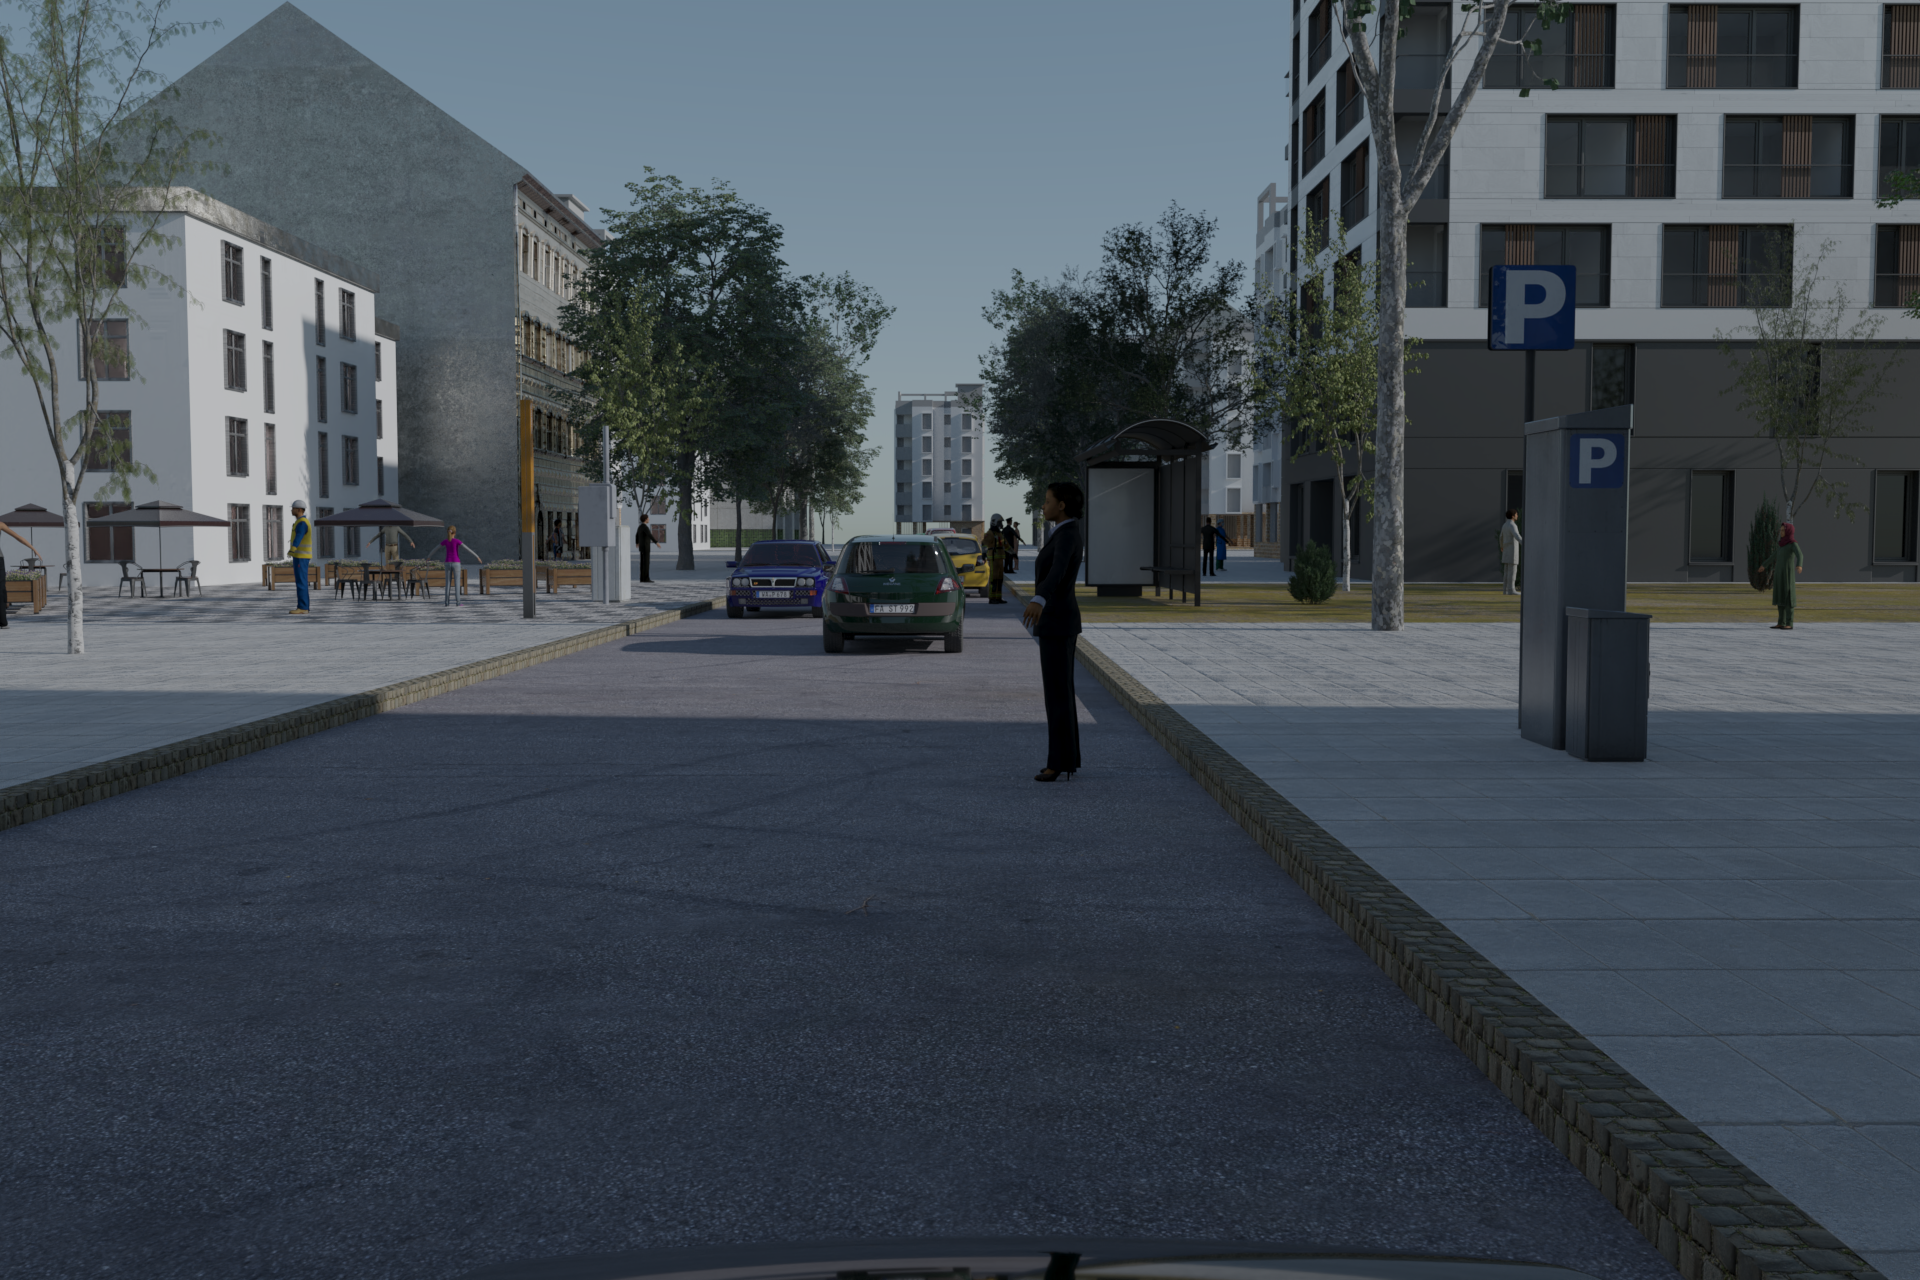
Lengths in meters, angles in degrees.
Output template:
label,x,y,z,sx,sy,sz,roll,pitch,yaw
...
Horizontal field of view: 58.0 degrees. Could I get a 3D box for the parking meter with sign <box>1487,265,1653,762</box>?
label,x,y,z,sx,sy,sz,roll,pitch,yaw
parking meter with sign,3.713,-0.871,10.499,0.543,3.016,1.738,0,3,0

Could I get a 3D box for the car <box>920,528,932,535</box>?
label,x,y,z,sx,sy,sz,roll,pitch,yaw
car,-1.419,-6.249,110.839,2.281,1.827,5.304,0,4,-1

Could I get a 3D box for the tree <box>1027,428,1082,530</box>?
label,x,y,z,sx,sy,sz,roll,pitch,yaw
tree,5.682,-9.380,103.733,4.737,8.622,4.395,0,3,0

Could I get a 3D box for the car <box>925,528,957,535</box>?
label,x,y,z,sx,sy,sz,roll,pitch,yaw
car,-1.037,-5.920,105.465,2.281,1.827,5.304,0,4,0

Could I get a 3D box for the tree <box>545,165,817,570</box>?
label,x,y,z,sx,sy,sz,roll,pitch,yaw
tree,-9.714,-9.474,61.556,9.857,13.997,8.962,0,3,0

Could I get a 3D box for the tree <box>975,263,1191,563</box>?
label,x,y,z,sx,sy,sz,roll,pitch,yaw
tree,5.731,-10.281,78.458,12.009,13.543,11.850,0,3,0

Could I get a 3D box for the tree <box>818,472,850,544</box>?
label,x,y,z,sx,sy,sz,roll,pitch,yaw
tree,-17.228,-17.759,216.110,9.928,11.665,9.643,0,3,0

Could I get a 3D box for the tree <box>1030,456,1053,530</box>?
label,x,y,z,sx,sy,sz,roll,pitch,yaw
tree,5.606,-9.744,109.677,4.360,8.622,3.978,0,3,0

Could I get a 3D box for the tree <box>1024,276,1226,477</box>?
label,x,y,z,sx,sy,sz,roll,pitch,yaw
tree,5.944,-7.800,61.943,7.601,10.594,8.767,-1,4,-10

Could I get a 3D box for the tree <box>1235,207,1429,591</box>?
label,x,y,z,sx,sy,sz,roll,pitch,yaw
tree,8.492,-5.390,38.492,4.737,8.622,4.395,0,3,0

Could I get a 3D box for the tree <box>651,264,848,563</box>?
label,x,y,z,sx,sy,sz,roll,pitch,yaw
tree,-9.840,-10.202,77.175,12.009,13.543,11.850,0,3,0

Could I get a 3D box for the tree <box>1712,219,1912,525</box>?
label,x,y,z,sx,sy,sz,roll,pitch,yaw
tree,19.611,-5.533,40.829,4.360,8.622,3.978,0,3,0

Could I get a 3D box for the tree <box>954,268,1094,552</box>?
label,x,y,z,sx,sy,sz,roll,pitch,yaw
tree,5.829,-16.289,122.222,12.611,20.169,13.585,0,3,0

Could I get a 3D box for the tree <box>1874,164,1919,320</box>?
label,x,y,z,sx,sy,sz,roll,pitch,yaw
tree,19.546,-6.283,28.482,9.928,11.665,9.643,0,3,0

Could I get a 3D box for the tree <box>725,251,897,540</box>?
label,x,y,z,sx,sy,sz,roll,pitch,yaw
tree,-10.967,-15.942,116.539,12.611,20.169,13.585,0,3,0

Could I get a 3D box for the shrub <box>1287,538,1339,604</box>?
label,x,y,z,sx,sy,sz,roll,pitch,yaw
shrub,6.447,-1.256,31.661,1.383,1.207,1.383,0,3,0

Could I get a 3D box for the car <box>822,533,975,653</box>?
label,x,y,z,sx,sy,sz,roll,pitch,yaw
car,-0.808,-0.765,22.292,2.009,1.686,4.222,0,4,0

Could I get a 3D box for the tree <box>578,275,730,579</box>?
label,x,y,z,sx,sy,sz,roll,pitch,yaw
tree,-8.966,-6.048,49.246,4.737,8.622,4.395,0,3,0

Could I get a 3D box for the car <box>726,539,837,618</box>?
label,x,y,z,sx,sy,sz,roll,pitch,yaw
car,-3.117,-1.115,30.812,1.945,1.354,3.894,0,4,0

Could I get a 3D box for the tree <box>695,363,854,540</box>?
label,x,y,z,sx,sy,sz,roll,pitch,yaw
tree,-9.800,-9.532,90.266,8.767,10.594,7.601,0,4,-5

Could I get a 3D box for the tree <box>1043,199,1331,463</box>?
label,x,y,z,sx,sy,sz,roll,pitch,yaw
tree,6.245,-6.918,47.517,8.767,10.594,7.601,1,4,12

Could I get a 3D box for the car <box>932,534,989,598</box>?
label,x,y,z,sx,sy,sz,roll,pitch,yaw
car,-0.189,-1.844,40.367,2.015,1.641,3.980,0,4,0

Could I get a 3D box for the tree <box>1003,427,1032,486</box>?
label,x,y,z,sx,sy,sz,roll,pitch,yaw
tree,11.241,-22.447,222.892,12.611,20.169,13.585,0,3,0

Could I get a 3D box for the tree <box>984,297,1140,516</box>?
label,x,y,z,sx,sy,sz,roll,pitch,yaw
tree,5.740,-11.365,92.466,9.857,13.997,8.962,0,3,0

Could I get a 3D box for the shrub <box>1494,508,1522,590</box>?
label,x,y,z,sx,sy,sz,roll,pitch,yaw
shrub,13.085,-2.166,39.463,1.661,2.075,1.752,0,3,0

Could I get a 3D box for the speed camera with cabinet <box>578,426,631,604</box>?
label,x,y,z,sx,sy,sz,roll,pitch,yaw
speed camera with cabinet,-6.664,-2.332,32.460,0.660,3.252,2.038,0,3,0

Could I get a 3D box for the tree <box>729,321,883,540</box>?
label,x,y,z,sx,sy,sz,roll,pitch,yaw
tree,-9.472,-12.016,103.114,9.857,13.997,8.962,0,3,0

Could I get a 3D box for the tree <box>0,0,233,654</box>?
label,x,y,z,sx,sy,sz,roll,pitch,yaw
tree,-9.410,-4.172,18.575,4.360,8.622,3.978,0,3,0

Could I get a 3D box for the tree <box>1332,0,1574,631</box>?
label,x,y,z,sx,sy,sz,roll,pitch,yaw
tree,6.795,-10.129,21.496,12.611,20.169,13.585,0,3,0

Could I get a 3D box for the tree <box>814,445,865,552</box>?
label,x,y,z,sx,sy,sz,roll,pitch,yaw
tree,-9.550,-10.773,126.506,4.360,8.622,3.978,0,3,0

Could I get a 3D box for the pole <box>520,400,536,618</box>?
label,x,y,z,sx,sy,sz,roll,pitch,yaw
pole,-6.586,-1.991,26.402,0.158,3.312,0.155,0,3,0
